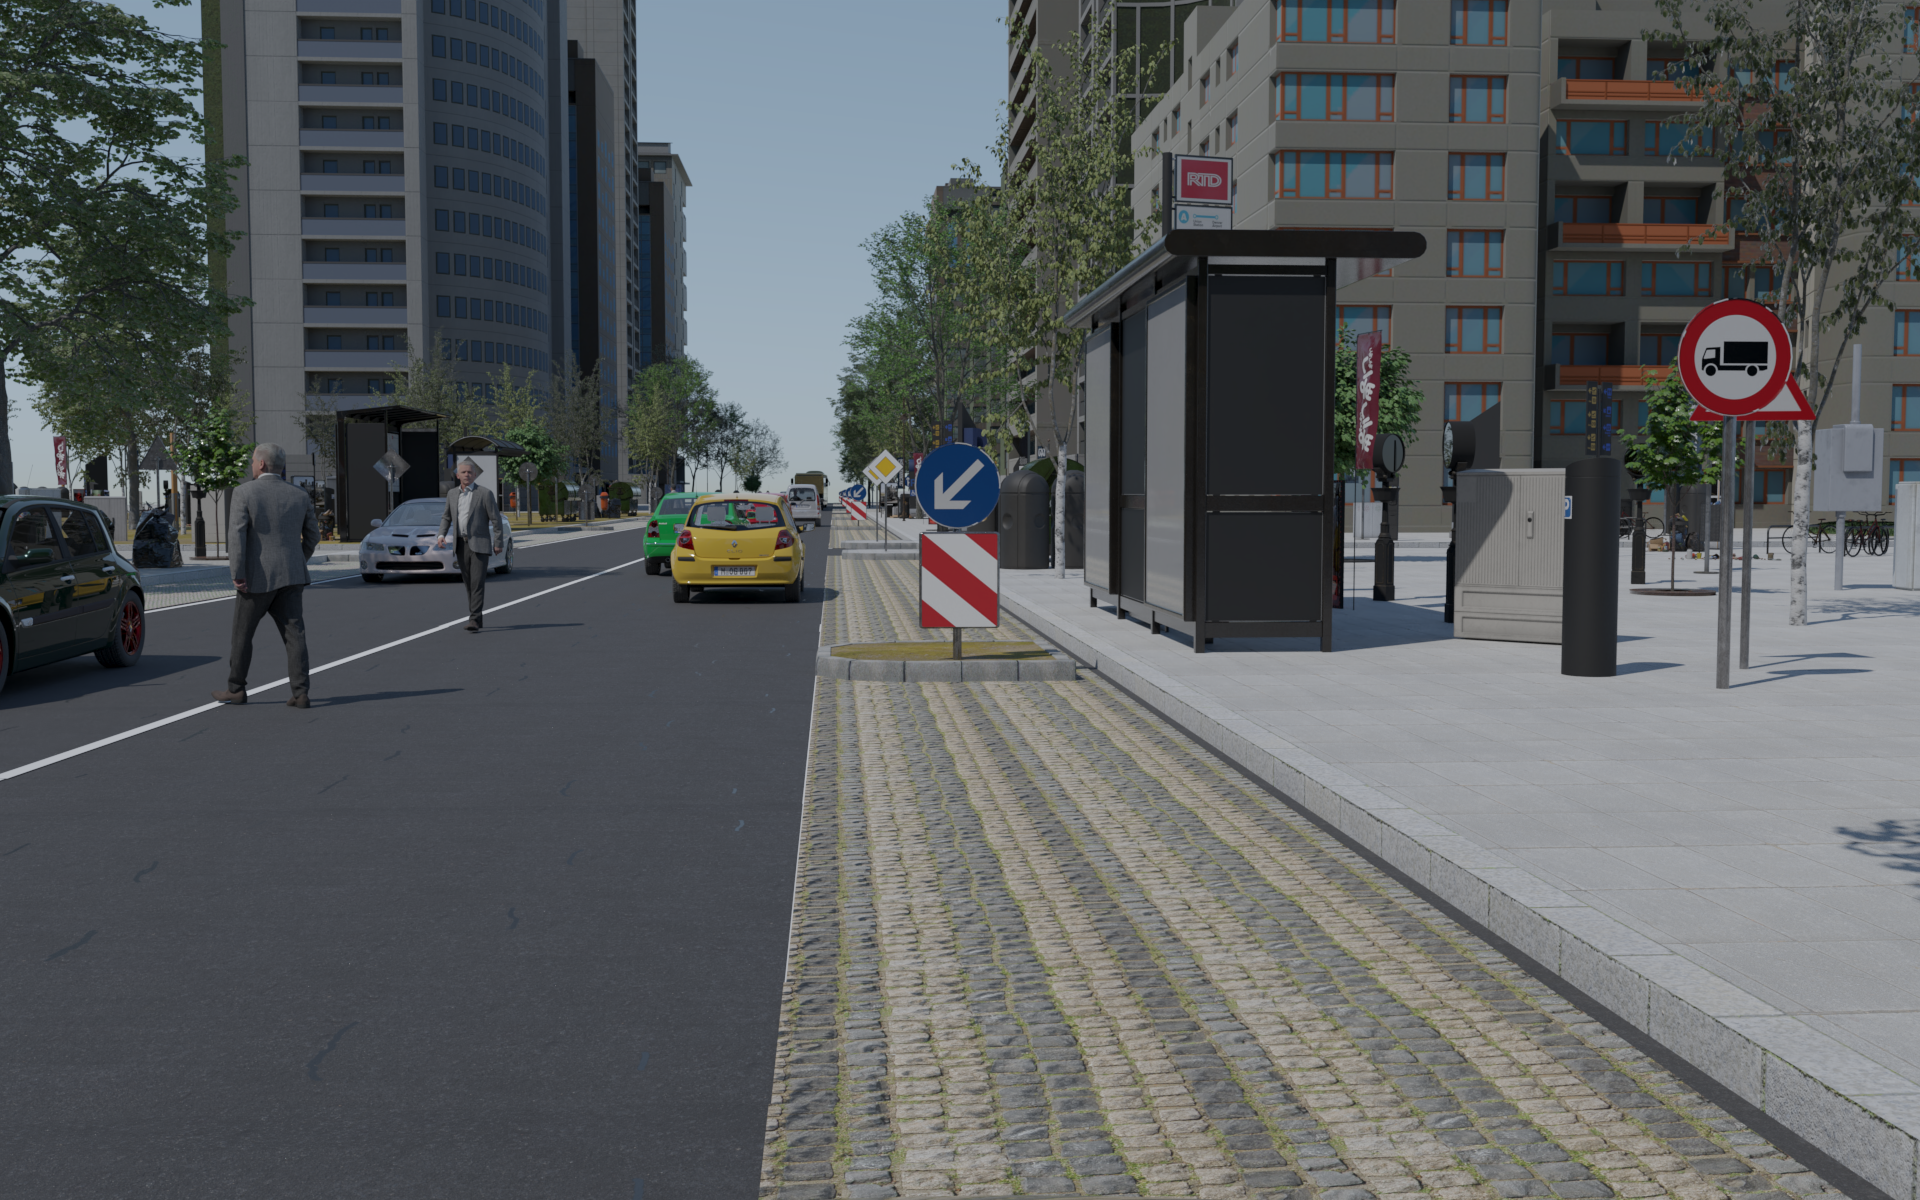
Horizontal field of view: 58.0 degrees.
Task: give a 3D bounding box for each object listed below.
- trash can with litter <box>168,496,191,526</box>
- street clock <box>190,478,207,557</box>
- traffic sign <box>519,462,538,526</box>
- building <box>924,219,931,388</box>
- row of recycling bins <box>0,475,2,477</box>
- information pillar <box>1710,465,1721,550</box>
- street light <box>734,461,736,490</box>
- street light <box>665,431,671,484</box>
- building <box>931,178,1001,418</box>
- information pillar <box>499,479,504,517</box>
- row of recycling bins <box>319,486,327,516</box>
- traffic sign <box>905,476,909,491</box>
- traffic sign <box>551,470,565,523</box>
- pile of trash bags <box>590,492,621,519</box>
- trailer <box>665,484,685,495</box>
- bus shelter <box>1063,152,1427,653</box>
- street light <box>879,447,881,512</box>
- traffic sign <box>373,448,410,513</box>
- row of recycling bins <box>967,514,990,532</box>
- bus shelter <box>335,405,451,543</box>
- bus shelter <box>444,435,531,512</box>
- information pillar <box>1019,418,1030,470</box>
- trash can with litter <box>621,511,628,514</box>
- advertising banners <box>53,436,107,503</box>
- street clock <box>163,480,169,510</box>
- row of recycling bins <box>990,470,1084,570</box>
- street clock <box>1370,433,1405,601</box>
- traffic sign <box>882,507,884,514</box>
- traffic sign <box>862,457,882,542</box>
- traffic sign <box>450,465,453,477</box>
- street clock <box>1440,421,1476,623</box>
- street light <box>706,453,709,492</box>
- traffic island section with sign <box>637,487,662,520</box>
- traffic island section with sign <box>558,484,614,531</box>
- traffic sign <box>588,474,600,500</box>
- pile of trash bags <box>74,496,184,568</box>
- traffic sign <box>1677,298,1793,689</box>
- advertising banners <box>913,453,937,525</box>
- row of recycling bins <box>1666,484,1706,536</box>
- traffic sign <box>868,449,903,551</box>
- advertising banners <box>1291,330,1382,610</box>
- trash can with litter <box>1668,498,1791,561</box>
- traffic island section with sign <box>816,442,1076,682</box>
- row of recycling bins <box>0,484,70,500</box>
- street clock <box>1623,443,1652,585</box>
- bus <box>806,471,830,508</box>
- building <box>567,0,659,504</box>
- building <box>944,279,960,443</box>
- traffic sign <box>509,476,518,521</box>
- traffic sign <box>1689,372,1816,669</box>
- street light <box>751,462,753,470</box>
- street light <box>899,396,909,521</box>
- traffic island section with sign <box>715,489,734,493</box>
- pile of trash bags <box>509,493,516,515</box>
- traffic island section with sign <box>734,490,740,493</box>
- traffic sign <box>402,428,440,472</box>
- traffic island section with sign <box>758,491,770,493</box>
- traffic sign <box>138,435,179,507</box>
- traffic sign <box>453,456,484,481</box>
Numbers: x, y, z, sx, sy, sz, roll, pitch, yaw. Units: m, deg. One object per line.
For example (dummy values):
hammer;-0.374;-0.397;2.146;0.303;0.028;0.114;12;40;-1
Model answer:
trash can with litter;-31.004;-3.567;69.372;2.233;1.210;1.678;-1;4;-18
street clock;-15.578;-1.890;35.467;0.358;2.002;0.471;-3;4;-36
traffic sign;-17.165;-4.204;68.846;0.768;2.556;0.104;0;4;5
building;5.882;-37.469;267.235;22.147;44.769;28.867;0;4;-4
row of recycling bins;-14.584;-1.023;23.842;3.534;1.692;1.069;1;4;18
information pillar;17.444;-2.165;39.887;0.304;2.012;0.304;-2;4;-27
street light;-26.599;-14.213;205.163;0.468;5.910;1.993;0;4;-4
street light;-20.669;-9.163;122.608;0.468;5.910;1.993;0;4;-4
building;3.154;-36.398;245.217;14.600;45.320;14.200;0;4;-4
information pillar;-21.750;-4.727;81.775;0.304;2.012;0.304;-2;4;-31
row of recycling bins;-31.599;-4.850;86.405;1.069;1.692;3.534;0;4;2
traffic sign;-3.601;-7.450;121.906;0.768;2.556;0.104;0;4;-4
traffic sign;-18.048;-4.731;77.459;0.768;2.556;0.104;0;4;1
pile of trash bags;-18.871;-5.003;91.552;1.912;1.369;3.447;-1;4;-16
trailer;-16.824;-5.811;102.057;1.471;1.999;3.904;0;4;-5
bus shelter;2.369;-2.475;18.092;2.179;5.291;8.768;0;4;-4
street light;-5.618;-9.060;120.916;0.468;5.910;1.993;0;4;-4
traffic sign;-12.425;-2.095;37.890;0.795;2.450;0.064;0;4;-4
row of recycling bins;1.568;-1.806;36.640;3.534;1.692;1.069;3;5;42
bus shelter;-15.802;-3.507;48.623;1.731;3.624;6.357;0;4;-4
bus shelter;-17.001;-4.202;62.624;2.014;3.302;5.546;0;4;-4
information pillar;1.898;-3.651;51.052;0.183;3.616;0.504;-2;4;-29
trash can with litter;-21.707;-6.080;110.794;1.055;1.170;0.624;0;4;-8
advertising banners;-26.382;-3.408;51.914;2.074;3.025;0.090;1;4;22
street clock;-41.378;-5.242;90.277;0.358;2.002;0.471;-2;4;-29
row of recycling bins;2.407;-1.405;30.083;3.534;1.692;1.069;-1;4;-18
street clock;5.096;-0.990;20.763;0.471;2.002;0.358;-3;5;-41
traffic sign;-4.880;-6.704;109.721;0.768;2.556;0.104;0;4;4
traffic sign;-2.235;-2.628;46.611;0.795;2.450;0.064;0;4;-4
traffic sign;-19.539;-4.132;67.661;0.768;2.556;0.104;0;4;4
street clock;4.950;-0.775;17.240;0.358;2.002;0.471;0;4;3
street light;-23.431;-11.489;160.626;0.468;5.910;1.993;0;4;-4
traffic island section with sign;-16.574;-5.267;94.738;1.989;1.847;2.006;0;4;-4
traffic island section with sign;-14.633;-3.622;67.853;1.989;1.847;2.006;0;4;-4
traffic sign;-23.197;-6.716;109.910;0.768;2.556;0.104;0;4;0
pile of trash bags;-15.417;-1.265;30.432;3.447;1.369;1.912;-1;4;-10
traffic sign;5.031;-0.688;11.348;0.768;2.556;0.104;0;4;-3
advertising banners;-1.096;-4.680;72.712;2.074;3.025;0.090;2;4;31
row of recycling bins;22.966;-2.919;54.833;1.069;1.692;3.534;1;4;12
traffic sign;-1.658;-2.141;38.647;0.795;2.450;0.064;0;4;-4
advertising banners;4.193;-1.426;19.508;0.090;3.025;2.074;-1;4;-16
trash can with litter;15.154;-1.397;33.891;2.233;1.210;1.678;2;4;31
traffic island section with sign;-0.175;-0.332;14.062;1.989;1.847;2.006;0;4;-4
row of recycling bins;-49.935;-5.280;93.443;3.534;1.692;1.069;-1;4;-19
street clock;9.656;-1.225;24.606;0.471;2.002;0.358;1;4;18
bus;-15.323;-11.647;181.982;2.896;3.916;12.252;0;4;-2
building;-49.864;-47.963;222.451;20.563;71.187;20.611;0;4;-4
building;4.774;-28.106;231.235;14.160;30.474;14.107;0;4;-4
traffic sign;-21.399;-5.104;83.560;0.768;2.556;0.104;0;4;1
traffic sign;5.749;-0.772;12.626;0.884;2.594;0.081;0;4;5
street light;-29.287;-16.572;243.745;0.468;5.910;1.993;0;4;-4
street light;-2.650;-6.666;81.780;0.468;5.910;1.993;0;4;-4
traffic island section with sign;-20.272;-8.384;145.713;1.989;1.847;2.006;0;4;-4
pile of trash bags;-28.003;-5.719;103.257;3.447;1.369;1.912;-1;4;-21
traffic island section with sign;-22.220;-10.029;172.598;1.989;1.847;2.006;0;4;-4
traffic sign;-17.206;-3.651;53.564;2.265;3.308;0.079;0;4;4
traffic island section with sign;-26.170;-13.363;227.105;1.989;1.847;2.006;0;4;-4
traffic sign;-17.786;-2.350;38.429;0.884;2.594;0.081;0;4;-3
traffic sign;-13.003;-2.582;45.854;0.795;2.450;0.064;0;4;-4
